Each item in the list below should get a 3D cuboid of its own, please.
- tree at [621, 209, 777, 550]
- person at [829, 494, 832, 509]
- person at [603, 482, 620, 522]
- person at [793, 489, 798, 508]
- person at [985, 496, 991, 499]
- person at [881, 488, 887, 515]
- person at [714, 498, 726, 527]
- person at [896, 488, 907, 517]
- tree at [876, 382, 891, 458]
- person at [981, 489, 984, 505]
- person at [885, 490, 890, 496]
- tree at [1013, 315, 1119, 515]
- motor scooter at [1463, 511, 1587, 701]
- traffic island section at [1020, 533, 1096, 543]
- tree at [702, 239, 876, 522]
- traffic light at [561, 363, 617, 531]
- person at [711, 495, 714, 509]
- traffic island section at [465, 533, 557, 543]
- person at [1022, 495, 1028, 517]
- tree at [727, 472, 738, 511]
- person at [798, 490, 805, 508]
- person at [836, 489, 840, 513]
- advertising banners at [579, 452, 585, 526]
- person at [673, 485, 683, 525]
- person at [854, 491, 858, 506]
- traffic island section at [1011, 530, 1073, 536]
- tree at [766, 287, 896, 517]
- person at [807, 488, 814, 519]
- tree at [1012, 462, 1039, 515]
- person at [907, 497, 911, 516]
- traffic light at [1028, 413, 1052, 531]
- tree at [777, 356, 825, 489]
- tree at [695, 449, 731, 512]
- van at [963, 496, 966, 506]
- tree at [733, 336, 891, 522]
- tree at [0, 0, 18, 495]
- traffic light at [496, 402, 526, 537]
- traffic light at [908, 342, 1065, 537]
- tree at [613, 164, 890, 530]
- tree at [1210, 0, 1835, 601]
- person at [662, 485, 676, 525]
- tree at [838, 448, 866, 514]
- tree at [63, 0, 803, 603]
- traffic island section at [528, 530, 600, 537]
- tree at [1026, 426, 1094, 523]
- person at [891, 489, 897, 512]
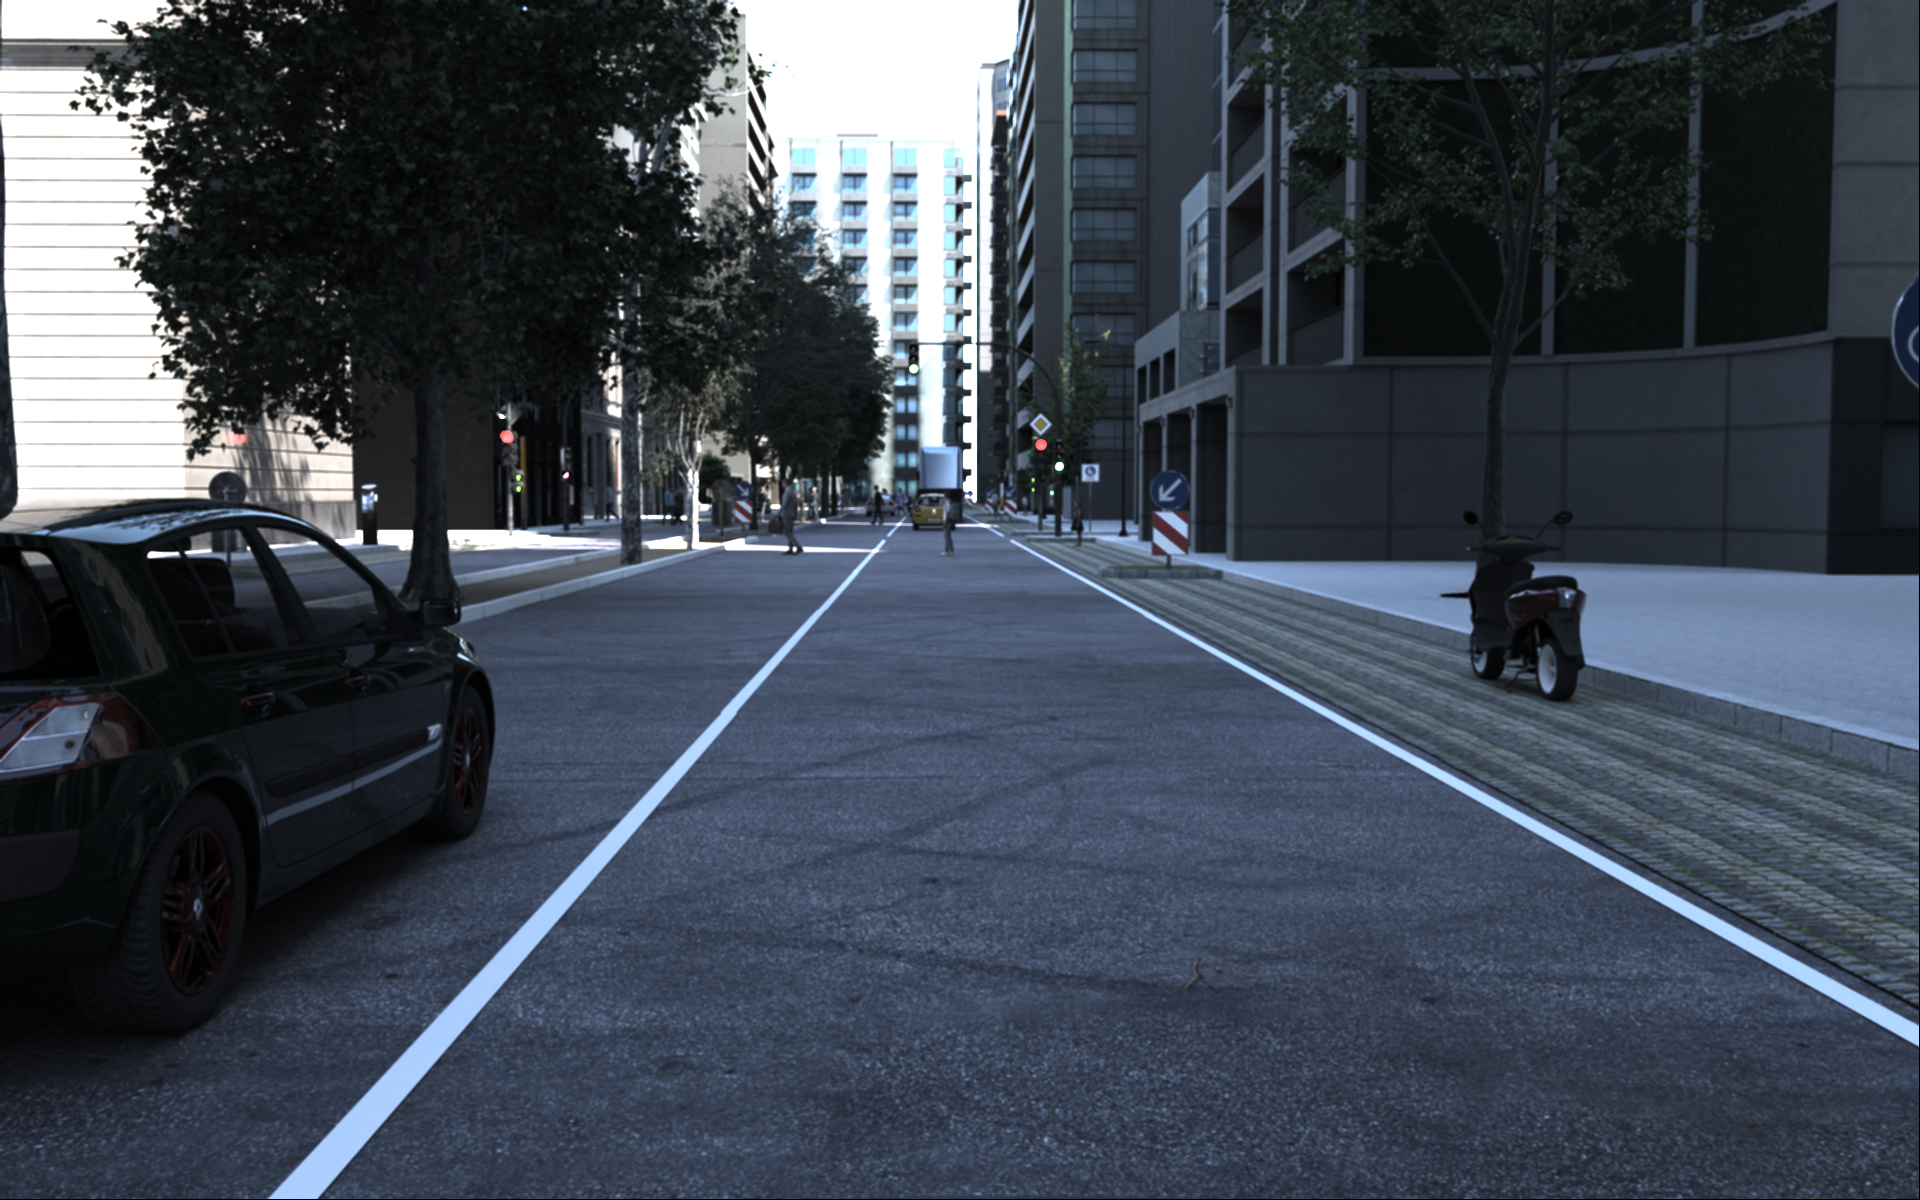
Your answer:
[{"bbox_3d":[-6.970,-5.604,44.442,4.360,8.622,3.978,0,3,0],"label":"tree"},{"bbox_3d":[-12.471,-9.713,168.124,0.721,1.723,1.217,3,5,39],"label":"person"},{"bbox_3d":[-15.923,-4.474,79.037,0.795,1.843,0.661,-1,4,-12],"label":"person"},{"bbox_3d":[-10.499,-6.101,108.599,0.694,1.780,0.624,-3,5,-43],"label":"person"},{"bbox_3d":[2.841,-9.785,166.741,1.217,1.735,0.721,-3,4,-38],"label":"person"},{"bbox_3d":[-5.193,-6.731,118.427,0.514,1.842,0.818,0,4,-4],"label":"person"},{"bbox_3d":[-10.299,-4.052,74.740,0.713,1.824,0.794,0,4,-8],"label":"person"},{"bbox_3d":[-3.665,-6.026,107.115,0.778,1.811,0.616,-2,4,-31],"label":"person"},{"bbox_3d":[-8.506,-11.900,115.150,7.486,12.596,7.792,0,3,0],"label":"tree"},{"bbox_3d":[2.575,-11.603,195.750,0.705,1.824,1.348,1,4,10],"label":"person"},{"bbox_3d":[-6.572,-8.859,153.352,1.348,1.824,0.705,-3,5,-40],"label":"person"},{"bbox_3d":[4.601,-7.372,70.888,4.737,8.622,4.395,0,3,0],"label":"tree"},{"bbox_3d":[4.099,0.012,12.586,0.815,1.314,1.986,0,4,-2],"label":"motor scooter"},{"bbox_3d":[2.969,-1.830,52.199,2.009,0.180,2.903,0,4,-1],"label":"traffic island section"},{"bbox_3d":[-7.784,-9.451,75.110,7.486,12.596,7.792,0,3,0],"label":"tree"},{"bbox_3d":[-11.494,-5.208,59.811,4.771,5.953,1.251,0,4,-1],"label":"traffic light"},{"bbox_3d":[-13.309,-5.238,94.392,0.600,1.795,0.529,-3,5,-42],"label":"person"},{"bbox_3d":[-13.469,-1.811,51.886,2.009,0.180,2.903,0,4,-1],"label":"traffic island section"},{"bbox_3d":[3.682,-5.383,98.741,0.332,1.250,0.352,1,4,17],"label":"person"},{"bbox_3d":[-17.571,-8.374,131.508,1.663,3.219,1.824,0,3,0],"label":"tree"},{"bbox_3d":[-15.939,-9.895,170.381,1.348,1.812,0.705,0,4,-7],"label":"person"},{"bbox_3d":[-9.187,-7.312,128.322,0.678,1.792,0.850,1,4,9],"label":"person"},{"bbox_3d":[-15.426,-4.561,70.755,0.090,3.025,2.074,0,4,-6],"label":"advertising banners"},{"bbox_3d":[-13.005,-4.359,79.735,0.622,1.834,0.822,3,5,42],"label":"person"},{"bbox_3d":[-12.293,-11.994,204.677,0.705,1.814,1.350,0,4,6],"label":"person"},{"bbox_3d":[2.815,-2.318,60.183,2.009,0.180,2.903,0,4,-1],"label":"traffic island section"},{"bbox_3d":[-8.349,-12.062,106.333,9.857,13.997,8.962,0,3,0],"label":"tree"},{"bbox_3d":[-8.418,-5.494,98.531,0.583,1.804,0.606,0,4,6],"label":"person"},{"bbox_3d":[4.121,-6.748,104.932,1.663,3.219,1.824,0,3,0],"label":"tree"},{"bbox_3d":[-3.222,-5.982,110.972,0.373,1.253,0.362,-2,4,-35],"label":"person"},{"bbox_3d":[2.774,-4.352,60.068,0.839,4.253,0.868,0,4,-1],"label":"traffic light"},{"bbox_3d":[-7.941,-7.866,81.433,4.360,8.622,3.978,0,3,0],"label":"tree"},{"bbox_3d":[-18.131,-8.617,124.606,4.285,4.588,4.351,0,3,0],"label":"tree"},{"bbox_3d":[-0.308,-12.413,209.966,2.013,2.044,4.112,0,3,0],"label":"van"},{"bbox_3d":[-8.036,-9.832,97.628,8.767,10.594,7.601,0,4,-1],"label":"tree"},{"bbox_3d":[-7.542,-9.366,11.483,12.611,20.169,13.585,0,3,0],"label":"tree"},{"bbox_3d":[-13.429,-3.843,51.752,0.839,4.253,0.868,0,4,-1],"label":"traffic light"},{"bbox_3d":[0.839,-4.724,51.903,4.771,5.953,1.251,0,4,-1],"label":"traffic light"},{"bbox_3d":[-7.689,-9.263,64.271,12.009,13.543,11.850,0,3,0],"label":"tree"},{"bbox_3d":[6.653,-5.819,20.892,9.928,11.665,9.643,0,3,0],"label":"tree"},{"bbox_3d":[-13.212,-4.302,78.702,0.638,1.841,0.748,-3,5,-43],"label":"person"},{"bbox_3d":[-8.267,-10.315,121.476,4.737,8.622,4.395,0,3,0],"label":"tree"},{"bbox_3d":[-7.073,-6.327,22.912,9.611,12.733,9.660,0,3,0],"label":"tree"},{"bbox_3d":[-13.624,-2.299,59.870,2.009,0.180,2.903,0,4,-1],"label":"traffic island section"},{"bbox_3d":[4.559,-5.787,78.339,4.285,4.588,4.351,0,3,0],"label":"tree"},{"bbox_3d":[-5.224,-7.701,134.593,0.590,1.801,0.661,-3,4,-37],"label":"person"}]
